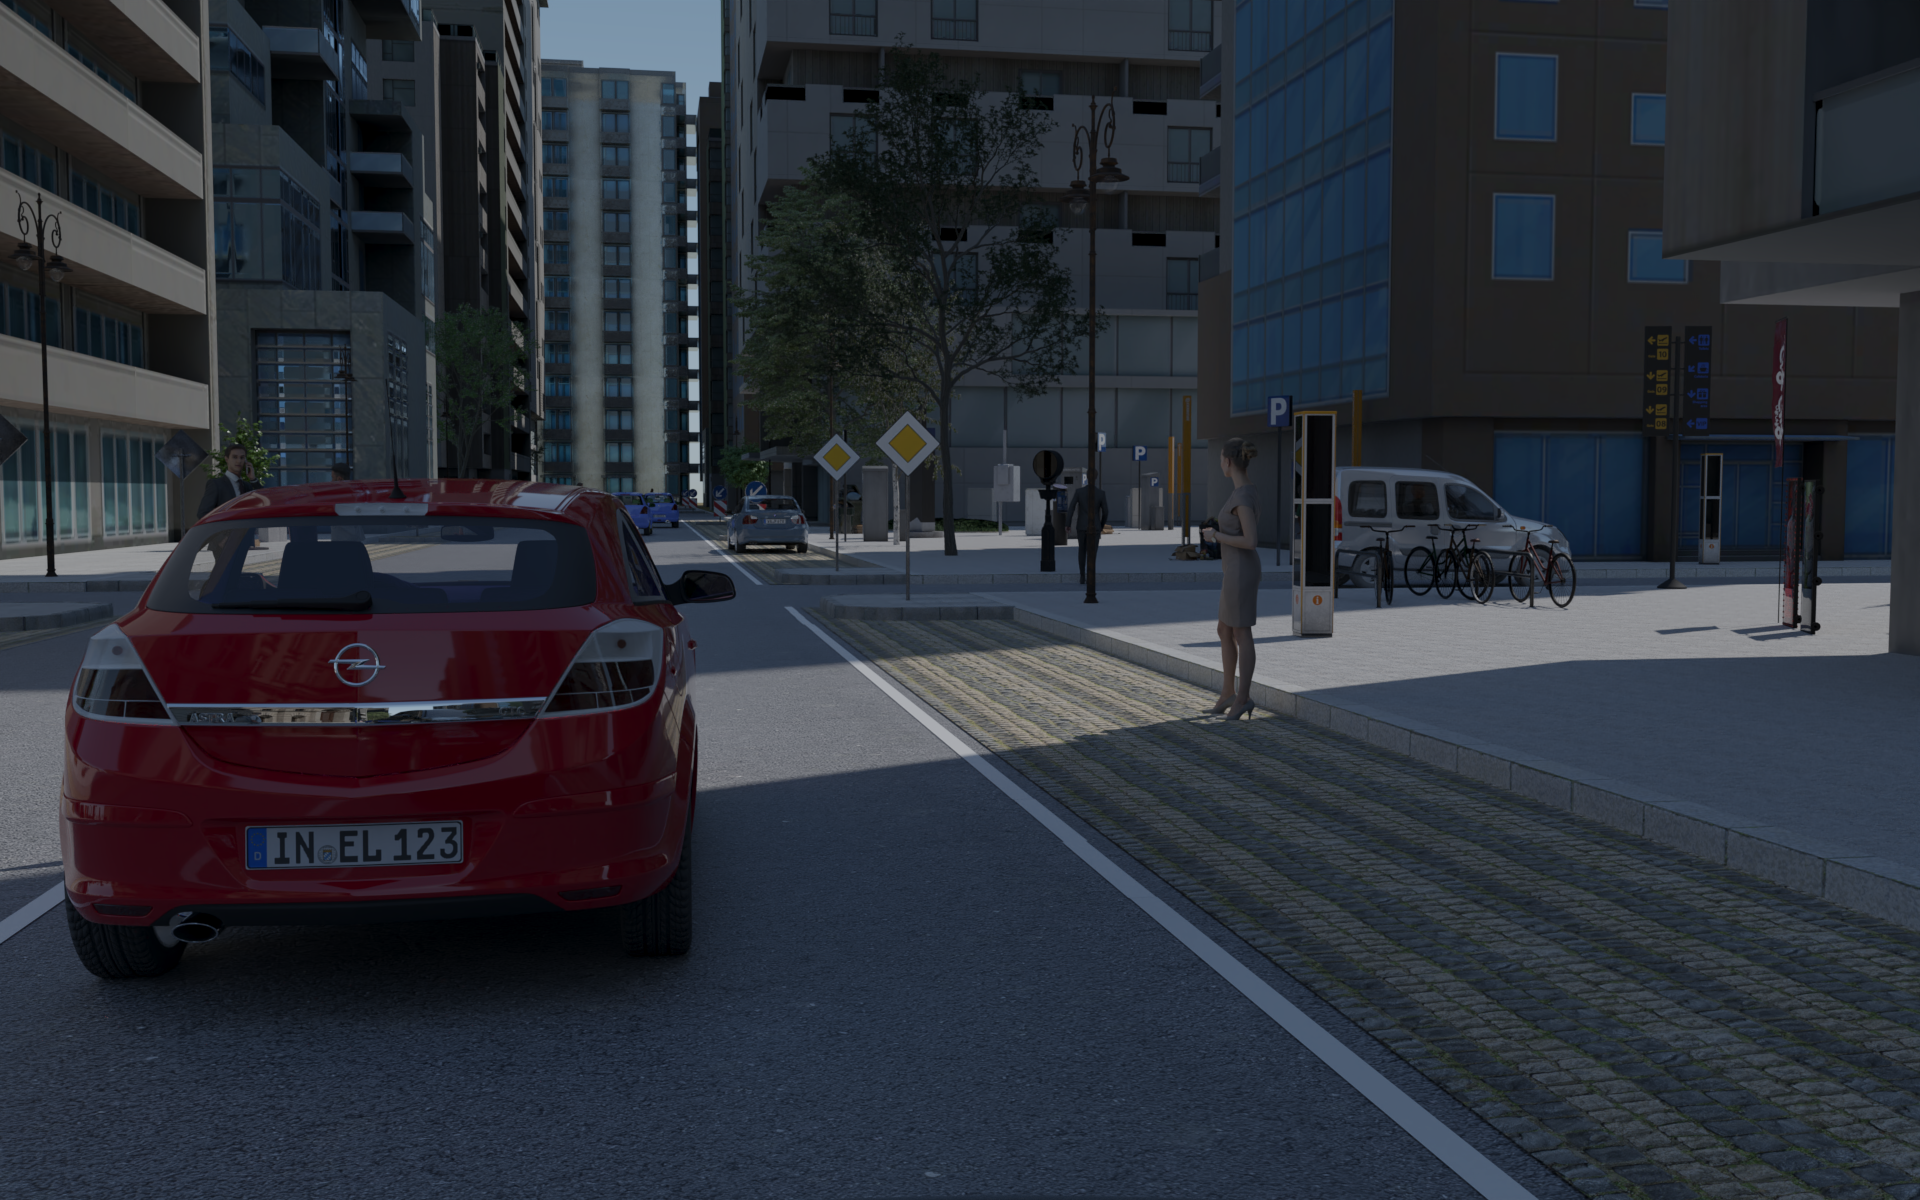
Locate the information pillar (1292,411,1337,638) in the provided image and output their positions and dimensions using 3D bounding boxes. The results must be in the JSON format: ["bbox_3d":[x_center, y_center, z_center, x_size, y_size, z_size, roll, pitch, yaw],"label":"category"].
[{"bbox_3d":[3.176,-0.676,15.548,0.304,2.012,0.304,0,4,-5],"label":"information pillar"}]

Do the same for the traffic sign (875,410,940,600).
[{"bbox_3d":[-0.632,-1.051,20.831,0.795,2.450,0.064,-1,4,-10],"label":"traffic sign"}]

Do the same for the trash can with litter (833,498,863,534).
[{"bbox_3d":[-3.543,-2.706,55.628,1.055,1.170,0.624,-3,5,-44],"label":"trash can with litter"}]

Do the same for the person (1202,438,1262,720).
[{"bbox_3d":[1.712,-0.128,10.932,0.374,1.781,0.599,0,4,7],"label":"person"}]

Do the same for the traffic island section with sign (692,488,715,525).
[{"bbox_3d":[-11.223,-4.368,80.038,1.989,1.847,2.006,-1,4,-10],"label":"traffic island section with sign"}]

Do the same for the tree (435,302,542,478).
[{"bbox_3d":[-26.561,-10.198,92.497,9.928,11.665,9.643,0,3,0],"label":"tree"}]

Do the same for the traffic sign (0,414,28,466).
[{"bbox_3d":[-10.670,-0.943,19.057,0.795,2.450,0.064,-1,4,-10],"label":"traffic sign"}]

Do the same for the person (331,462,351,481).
[{"bbox_3d":[-7.271,-0.713,20.342,0.466,1.800,0.511,0,4,2],"label":"person"}]

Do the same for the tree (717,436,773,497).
[{"bbox_3d":[-12.187,-7.032,98.692,4.285,4.588,4.351,0,3,0],"label":"tree"}]

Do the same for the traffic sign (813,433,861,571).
[{"bbox_3d":[-2.042,-1.532,28.691,0.795,2.450,0.064,-1,4,-10],"label":"traffic sign"}]

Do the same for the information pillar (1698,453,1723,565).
[{"bbox_3d":[13.631,-1.649,31.461,0.304,2.012,0.304,0,4,8],"label":"information pillar"}]

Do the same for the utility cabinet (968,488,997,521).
[{"bbox_3d":[0.829,-3.421,64.618,1.173,1.500,0.318,3,5,40],"label":"utility cabinet"}]

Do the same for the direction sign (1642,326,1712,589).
[{"bbox_3d":[9.668,-1.921,23.413,0.876,3.537,0.379,0,4,3],"label":"direction sign"}]

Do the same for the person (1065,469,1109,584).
[{"bbox_3d":[2.024,-1.167,27.357,0.659,1.850,0.755,1,4,10],"label":"person"}]

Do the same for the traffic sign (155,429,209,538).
[{"bbox_3d":[-12.080,-1.424,26.918,0.795,2.450,0.064,-1,4,-10],"label":"traffic sign"}]

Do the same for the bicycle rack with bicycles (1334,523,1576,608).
[{"bbox_3d":[5.679,-0.442,20.614,2.852,0.926,2.925,0,4,-2],"label":"bicycle rack with bicycles"}]

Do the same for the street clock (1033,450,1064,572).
[{"bbox_3d":[1.454,-1.468,28.578,0.471,2.002,0.358,2,4,31],"label":"street clock"}]

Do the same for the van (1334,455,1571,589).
[{"bbox_3d":[7.316,-1.204,26.694,4.112,2.044,2.013,-1,4,-10],"label":"van"}]

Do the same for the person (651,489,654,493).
[{"bbox_3d":[-21.288,-6.799,119.687,0.705,1.821,1.348,-2,4,-27],"label":"person"}]

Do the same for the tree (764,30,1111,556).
[{"bbox_3d":[-0.528,-6.200,35.781,7.601,10.594,8.767,-1,4,-12],"label":"tree"}]

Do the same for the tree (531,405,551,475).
[{"bbox_3d":[-35.494,-11.643,140.725,4.360,8.622,3.978,0,3,0],"label":"tree"}]

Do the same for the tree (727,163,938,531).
[{"bbox_3d":[-4.694,-8.667,59.837,7.486,12.596,7.792,0,3,0],"label":"tree"}]

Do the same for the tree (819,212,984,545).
[{"bbox_3d":[-1.554,-5.678,43.191,4.360,8.622,3.978,0,3,0],"label":"tree"}]

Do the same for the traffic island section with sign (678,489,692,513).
[{"bbox_3d":[-19.999,-7.358,128.933,1.989,1.847,2.006,-1,4,-10],"label":"traffic island section with sign"}]

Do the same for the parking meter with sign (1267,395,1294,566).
[{"bbox_3d":[6.359,-2.140,31.242,1.738,3.016,0.543,-2,4,-34],"label":"parking meter with sign"}]

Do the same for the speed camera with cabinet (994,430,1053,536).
[{"bbox_3d":[2.087,-3.620,53.528,2.038,3.252,0.660,2,4,24],"label":"speed camera with cabinet"}]

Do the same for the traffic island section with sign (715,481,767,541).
[{"bbox_3d":[-6.421,-2.732,53.302,1.989,1.847,2.006,-1,4,-10],"label":"traffic island section with sign"}]

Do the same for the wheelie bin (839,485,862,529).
[{"bbox_3d":[-3.630,-3.021,57.302,0.980,1.594,0.693,3,5,44],"label":"wheelie bin"}]

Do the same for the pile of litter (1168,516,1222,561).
[{"bbox_3d":[4.653,-1.223,33.968,1.719,0.858,1.176,-3,5,-42],"label":"pile of litter"}]

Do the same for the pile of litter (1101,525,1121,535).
[{"bbox_3d":[4.384,-2.522,55.204,1.719,0.858,1.176,-1,4,-20],"label":"pile of litter"}]

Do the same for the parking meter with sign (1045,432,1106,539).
[{"bbox_3d":[3.265,-3.260,49.562,1.738,3.016,0.543,2,4,30],"label":"parking meter with sign"}]

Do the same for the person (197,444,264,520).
[{"bbox_3d":[-6.765,-0.510,16.203,0.474,1.900,0.648,0,4,5],"label":"person"}]

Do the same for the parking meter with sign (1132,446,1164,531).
[{"bbox_3d":[6.739,-3.991,61.517,0.543,3.016,1.738,-1,4,-20],"label":"parking meter with sign"}]

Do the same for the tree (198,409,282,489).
[{"bbox_3d":[-16.510,-2.768,39.854,1.663,3.219,1.824,0,3,0],"label":"tree"}]

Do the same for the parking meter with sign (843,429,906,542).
[{"bbox_3d":[-2.283,-3.096,46.881,1.738,3.016,0.543,0,4,-7],"label":"parking meter with sign"}]

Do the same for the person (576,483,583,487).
[{"bbox_3d":[-12.078,-2.830,55.014,0.529,1.795,0.600,0,4,5],"label":"person"}]

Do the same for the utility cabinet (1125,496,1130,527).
[{"bbox_3d":[6.885,-3.394,66.652,1.020,1.237,0.306,-1,4,-14],"label":"utility cabinet"}]
